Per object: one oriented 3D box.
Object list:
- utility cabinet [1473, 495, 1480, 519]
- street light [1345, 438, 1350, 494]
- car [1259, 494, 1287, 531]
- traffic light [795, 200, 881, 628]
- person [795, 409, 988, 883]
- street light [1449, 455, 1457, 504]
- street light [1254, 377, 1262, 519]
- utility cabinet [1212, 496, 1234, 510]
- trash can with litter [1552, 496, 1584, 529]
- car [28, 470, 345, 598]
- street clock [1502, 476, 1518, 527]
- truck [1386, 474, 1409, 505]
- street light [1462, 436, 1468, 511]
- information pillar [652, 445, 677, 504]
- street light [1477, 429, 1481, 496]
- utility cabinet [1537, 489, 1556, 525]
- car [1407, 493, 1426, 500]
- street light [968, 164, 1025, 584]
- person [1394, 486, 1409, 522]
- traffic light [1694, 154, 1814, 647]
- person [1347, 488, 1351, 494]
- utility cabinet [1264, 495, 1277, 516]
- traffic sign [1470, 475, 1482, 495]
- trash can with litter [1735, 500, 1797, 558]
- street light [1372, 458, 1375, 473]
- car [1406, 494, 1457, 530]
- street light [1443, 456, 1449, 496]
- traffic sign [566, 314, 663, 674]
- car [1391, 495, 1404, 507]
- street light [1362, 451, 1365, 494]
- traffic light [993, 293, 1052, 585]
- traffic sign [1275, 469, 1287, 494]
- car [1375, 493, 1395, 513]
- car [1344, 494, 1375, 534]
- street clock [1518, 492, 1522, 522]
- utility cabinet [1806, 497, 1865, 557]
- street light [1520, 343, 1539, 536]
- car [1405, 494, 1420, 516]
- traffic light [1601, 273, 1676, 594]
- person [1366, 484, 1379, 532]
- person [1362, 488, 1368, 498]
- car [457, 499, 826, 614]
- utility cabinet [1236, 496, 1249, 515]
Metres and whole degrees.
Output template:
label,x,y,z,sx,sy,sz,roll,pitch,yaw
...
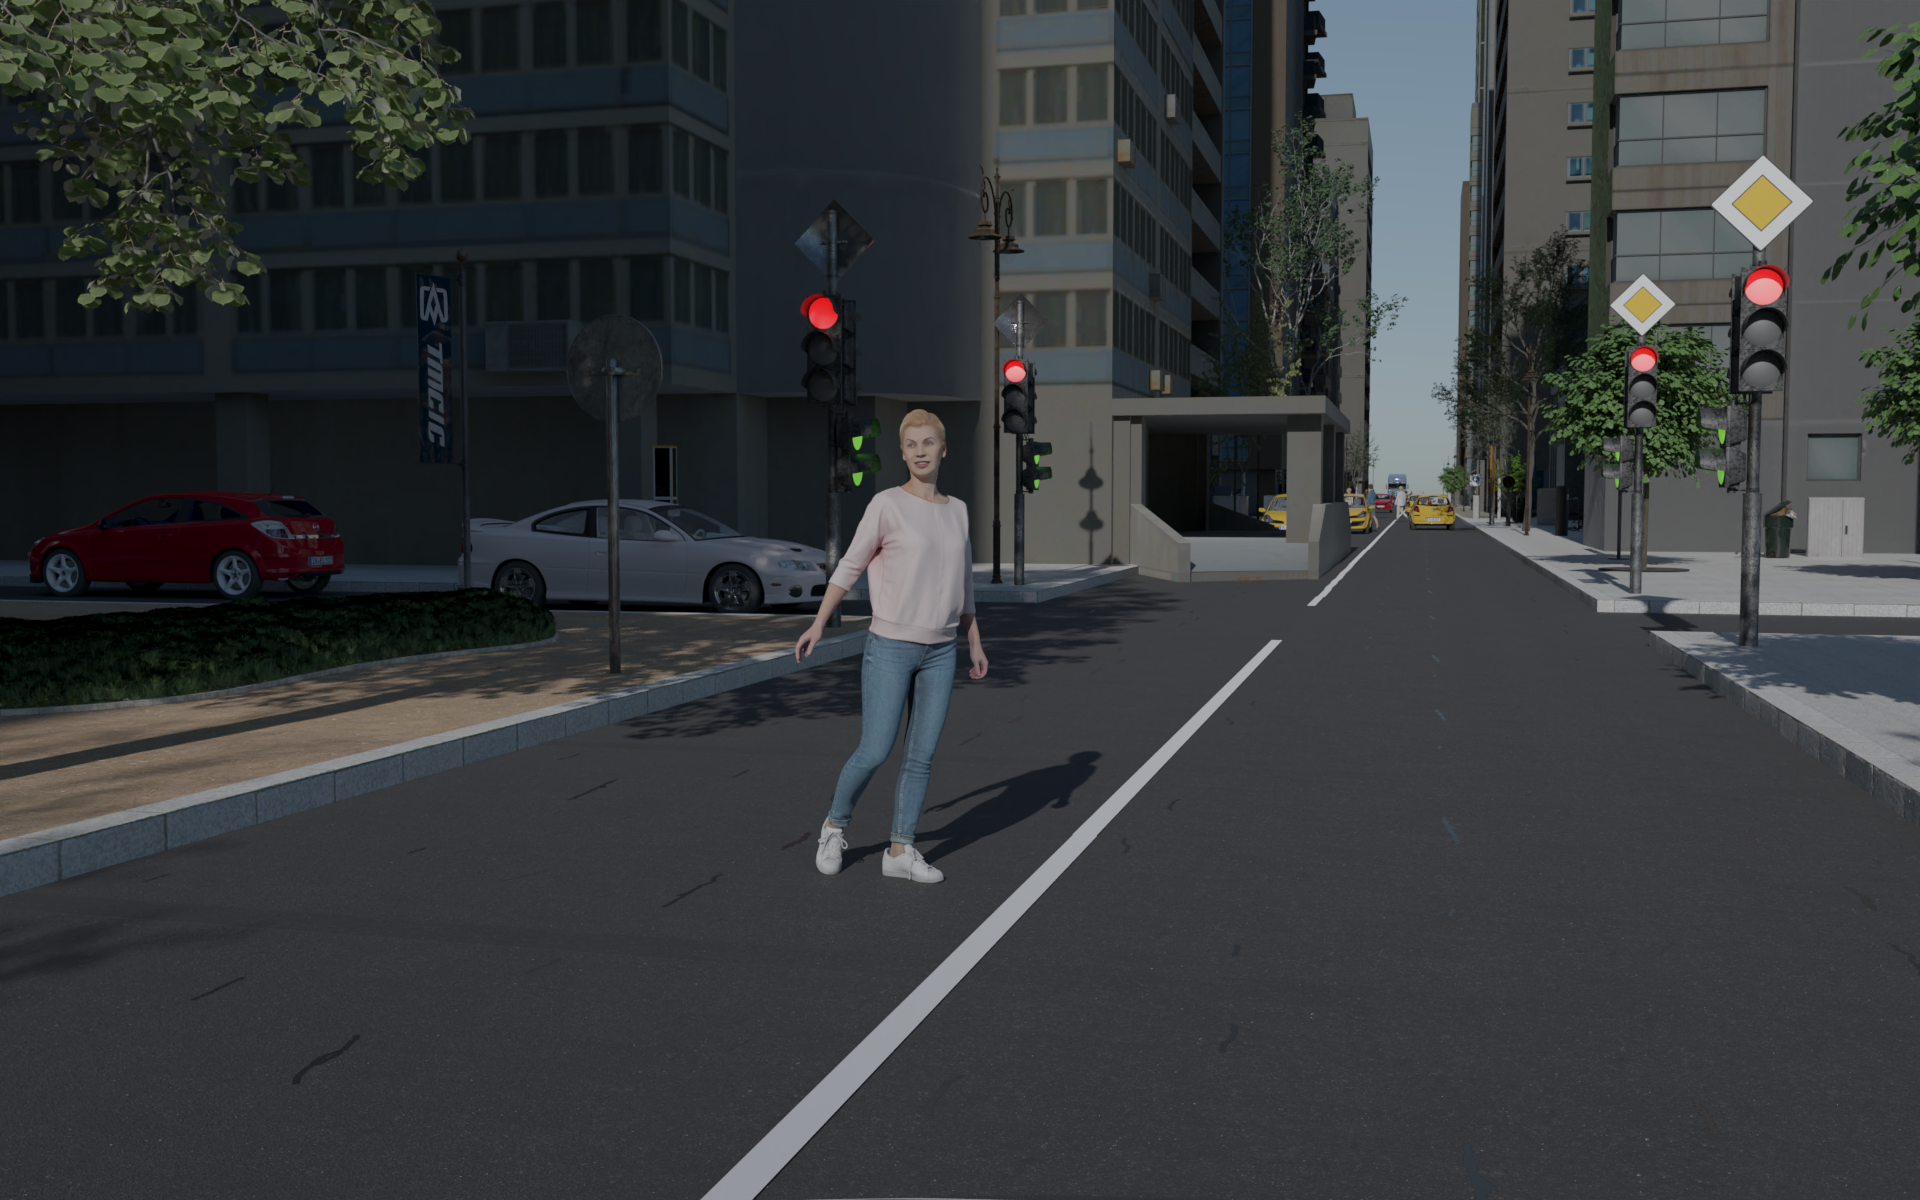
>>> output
label,x,y,z,sx,sy,sz,roll,pitch,yaw
utility cabinet,26.377,-4.724,88.404,0.306,1.237,1.020,1,4,20
street light,31.233,-10.229,140.028,0.468,5.910,1.993,1,4,15
car,10.102,-2.574,52.305,2.015,1.641,3.980,1,4,16
traffic light,-1.203,-1.692,16.578,0.839,4.253,0.868,1,4,15
person,-0.322,0.167,6.447,0.598,1.740,0.731,3,5,44
street light,47.934,-11.929,167.833,0.468,5.910,1.993,1,4,15
street light,11.223,-5.645,65.076,0.468,5.910,1.993,1,4,15
utility cabinet,8.995,-2.873,58.135,1.020,1.237,0.306,0,4,1
trash can with litter,22.836,-3.201,63.388,2.233,1.210,1.678,1,4,18
car,-11.012,-0.950,24.575,4.494,1.783,2.155,1,4,14
street clock,21.665,-3.904,68.408,0.471,2.002,0.358,1,4,22
truck,60.305,-15.227,238.725,2.967,4.110,18.799,1,4,14
street light,37.123,-9.459,127.438,0.468,5.910,1.993,1,4,15
information pillar,-4.473,-1.333,26.292,0.304,2.012,0.304,0,4,6
street light,28.328,-7.439,94.417,0.468,5.910,1.993,1,4,15
utility cabinet,23.942,-3.748,69.957,1.173,1.500,0.318,2,4,34
car,36.314,-7.779,136.776,1.945,1.707,3.694,1,4,13
street light,0.526,-3.173,24.662,0.468,5.910,1.993,1,4,15
person,22.659,-4.922,88.855,0.818,1.842,0.514,3,4,36
traffic light,6.640,-1.565,14.514,0.839,4.253,0.868,1,4,15
person,19.736,-4.814,87.886,0.598,1.740,0.731,-3,5,-41
utility cabinet,16.063,-4.784,89.377,0.306,1.237,1.020,-2,4,-24
traffic sign,26.906,-5.395,90.340,0.606,2.300,0.079,2,4,24
trash can with litter,16.159,-1.428,34.737,1.055,1.170,0.624,1,4,15
street light,52.378,-15.095,219.594,0.468,5.910,1.993,1,4,15
car,19.060,-3.654,69.971,2.015,1.641,3.980,1,4,13
street light,58.492,-14.364,207.645,0.468,5.910,1.993,1,4,15
traffic sign,-2.469,-0.747,12.320,0.768,2.556,0.104,1,4,18
car,49.978,-11.336,197.921,1.945,1.354,3.894,1,4,15
street light,41.706,-12.626,179.229,0.468,5.910,1.993,1,4,15
traffic light,0.851,-2.164,24.295,0.839,4.253,0.868,1,4,15
traffic sign,13.258,-4.227,71.237,0.606,2.300,0.079,1,4,19
car,32.578,-7.645,134.029,2.155,1.783,4.494,1,4,14
car,14.209,-3.260,63.530,2.015,1.641,3.980,1,4,16
street clock,25.033,-4.478,77.784,0.358,2.002,0.471,2,4,27
utility cabinet,17.847,-1.478,35.319,1.020,1.237,0.306,1,4,20
street light,17.506,-4.926,53.330,0.468,5.910,1.993,1,4,15
car,30.288,-6.355,114.130,2.015,1.641,3.980,1,4,16
traffic light,8.695,-2.037,22.231,0.839,4.253,0.868,1,4,15
person,15.670,-3.509,65.901,0.581,1.822,0.654,-2,4,-27
person,28.977,-7.037,123.521,1.348,1.831,0.705,-1,4,-17
car,-3.814,-0.551,21.378,4.827,1.381,2.083,1,4,15
utility cabinet,8.955,-2.677,54.936,0.306,1.237,1.020,0,4,5
